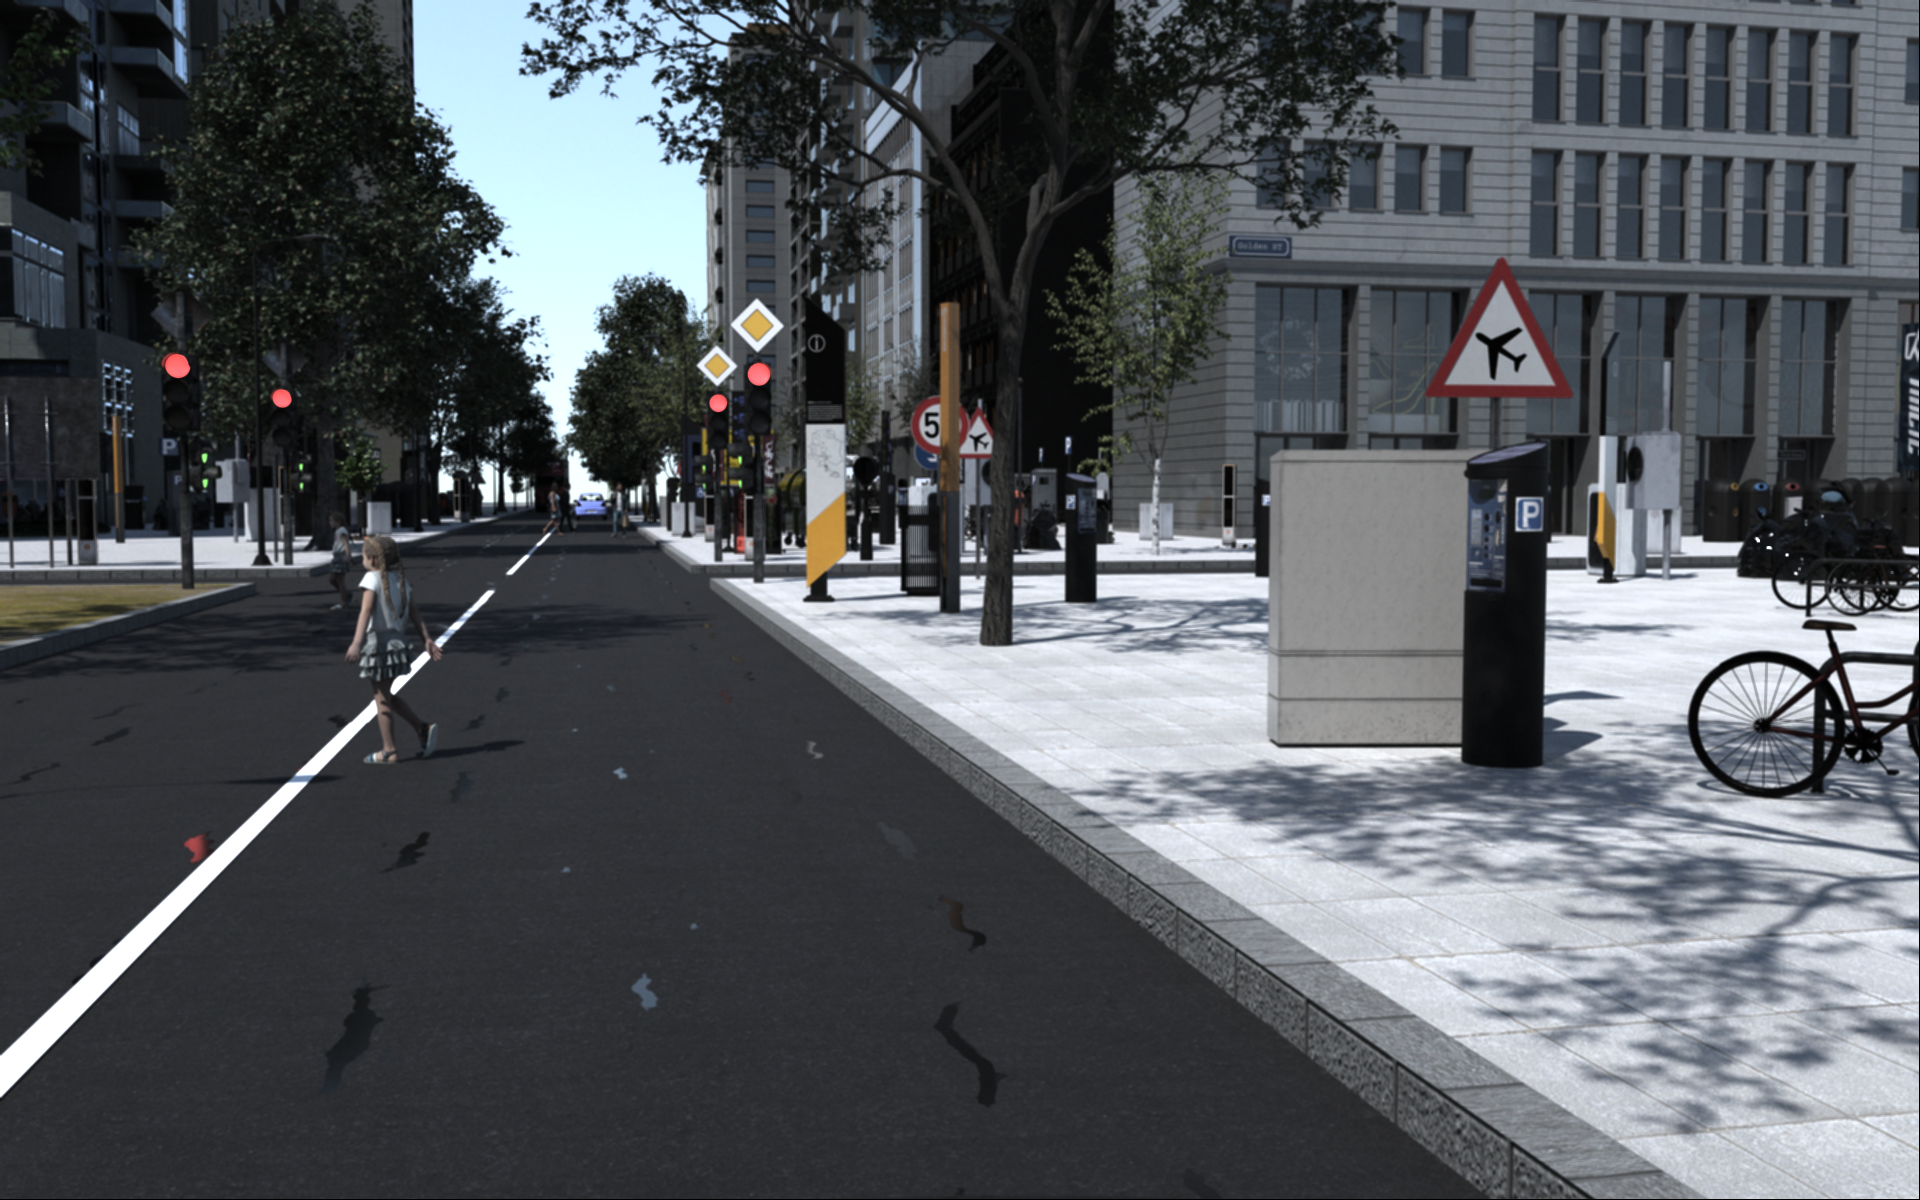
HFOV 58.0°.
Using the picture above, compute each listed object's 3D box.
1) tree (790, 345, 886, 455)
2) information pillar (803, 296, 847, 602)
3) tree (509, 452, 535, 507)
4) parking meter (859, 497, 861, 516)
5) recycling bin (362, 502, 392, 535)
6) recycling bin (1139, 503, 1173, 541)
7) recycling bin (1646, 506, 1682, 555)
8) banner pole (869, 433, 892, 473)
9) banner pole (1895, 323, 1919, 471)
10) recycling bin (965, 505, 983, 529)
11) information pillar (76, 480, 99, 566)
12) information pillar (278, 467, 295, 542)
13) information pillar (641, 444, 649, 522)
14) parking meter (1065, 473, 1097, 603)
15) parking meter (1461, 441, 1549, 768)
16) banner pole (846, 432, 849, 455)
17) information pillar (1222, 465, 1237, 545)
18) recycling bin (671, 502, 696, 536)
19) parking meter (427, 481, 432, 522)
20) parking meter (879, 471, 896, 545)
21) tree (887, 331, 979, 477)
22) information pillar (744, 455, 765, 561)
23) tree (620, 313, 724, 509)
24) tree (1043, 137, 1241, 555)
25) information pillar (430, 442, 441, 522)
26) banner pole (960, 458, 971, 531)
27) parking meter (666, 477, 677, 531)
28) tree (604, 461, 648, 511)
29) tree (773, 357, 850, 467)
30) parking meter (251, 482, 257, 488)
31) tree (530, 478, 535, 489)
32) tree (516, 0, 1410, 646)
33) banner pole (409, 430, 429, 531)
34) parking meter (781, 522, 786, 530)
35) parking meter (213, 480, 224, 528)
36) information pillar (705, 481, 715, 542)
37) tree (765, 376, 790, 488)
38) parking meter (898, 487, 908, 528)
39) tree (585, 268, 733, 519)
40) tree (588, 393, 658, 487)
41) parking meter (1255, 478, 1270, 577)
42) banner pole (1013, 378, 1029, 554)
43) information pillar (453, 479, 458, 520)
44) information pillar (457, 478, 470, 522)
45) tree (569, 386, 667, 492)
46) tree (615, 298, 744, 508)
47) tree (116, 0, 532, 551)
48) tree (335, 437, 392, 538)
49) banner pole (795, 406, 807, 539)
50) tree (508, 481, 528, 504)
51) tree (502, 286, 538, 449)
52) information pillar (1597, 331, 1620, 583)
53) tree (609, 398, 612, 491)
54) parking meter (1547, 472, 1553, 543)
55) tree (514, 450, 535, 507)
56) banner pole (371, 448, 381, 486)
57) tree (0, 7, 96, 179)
[{"bbox_3d":[-5.453,-8.260,85.418,4.737,8.622,4.395,0,3,0],"label":"tree"},{"bbox_3d":[-1.602,-1.785,20.538,0.504,3.616,0.183,1,4,9],"label":"information pillar"},{"bbox_3d":[-44.410,-13.934,178.188,4.360,8.622,3.978,0,3,0],"label":"tree"},{"bbox_3d":[-6.030,-5.712,101.801,0.372,1.533,0.369,0,3,0],"label":"parking meter"},{"bbox_3d":[-18.297,-2.551,54.266,0.722,1.027,0.722,-3,5,-43],"label":"recycling bin"},{"bbox_3d":[5.463,-2.179,48.185,0.722,1.027,0.722,-1,4,-21],"label":"recycling bin"},{"bbox_3d":[14.961,-1.497,37.027,0.722,1.027,0.722,1,4,9],"label":"recycling bin"},{"bbox_3d":[-3.164,-4.930,70.626,0.863,3.779,0.401,-1,4,-11],"label":"banner pole"},{"bbox_3d":[12.367,-1.965,22.144,0.401,3.779,0.863,-2,4,-27],"label":"banner pole"},{"bbox_3d":[0.531,-3.091,63.085,0.722,1.027,0.722,0,4,-1],"label":"recycling bin"},{"bbox_3d":[-15.650,-1.624,31.041,0.304,2.012,0.304,-1,4,-21],"label":"information pillar"},{"bbox_3d":[-18.111,-2.575,46.592,0.304,2.012,0.304,0,4,-4],"label":"information pillar"},{"bbox_3d":[-14.718,-5.471,80.813,0.183,3.616,0.504,-2,4,-33],"label":"information pillar"},{"bbox_3d":[1.432,-0.739,20.494,0.372,1.533,0.369,0,3,0],"label":"parking meter"},{"bbox_3d":[2.590,0.011,8.233,0.372,1.533,0.369,0,3,0],"label":"parking meter"},{"bbox_3d":[-4.147,-4.376,61.570,0.401,3.779,0.863,-2,4,-32],"label":"banner pole"},{"bbox_3d":[6.742,-2.374,43.308,0.304,2.012,0.304,1,4,20],"label":"information pillar"},{"bbox_3d":[-8.514,-2.495,53.344,0.722,1.027,0.722,-1,4,-9],"label":"recycling bin"},{"bbox_3d":[-24.344,-4.526,79.715,0.255,1.863,0.399,0,4,-2],"label":"parking meter"},{"bbox_3d":[-1.837,-2.340,43.962,0.255,1.863,0.399,3,5,42],"label":"parking meter"},{"bbox_3d":[-1.431,-7.788,77.696,4.360,8.622,3.978,0,3,0],"label":"tree"},{"bbox_3d":[-3.918,-1.748,33.070,0.304,2.012,0.304,1,4,19],"label":"information pillar"},{"bbox_3d":[-11.722,-7.378,70.993,4.360,8.622,3.978,0,3,0],"label":"tree"},{"bbox_3d":[4.025,-5.255,36.285,4.737,8.622,4.395,0,3,0],"label":"tree"},{"bbox_3d":[-23.651,-5.298,77.971,0.183,3.616,0.504,1,4,21],"label":"information pillar"},{"bbox_3d":[0.129,-4.264,59.736,0.863,3.779,0.401,0,4,1],"label":"banner pole"},{"bbox_3d":[-10.012,-3.329,60.138,0.255,1.863,0.399,-2,4,-28],"label":"parking meter"},{"bbox_3d":[-25.851,-9.204,134.206,4.285,4.588,4.351,0,3,0],"label":"tree"},{"bbox_3d":[-8.241,-8.811,94.429,4.360,8.622,3.978,0,3,0],"label":"tree"},{"bbox_3d":[-34.323,-4.790,84.027,0.399,1.863,0.255,1,4,20],"label":"parking meter"},{"bbox_3d":[-53.323,-14.582,222.129,4.285,4.588,4.351,0,3,0],"label":"tree"},{"bbox_3d":[0.261,-4.871,14.060,8.767,10.594,7.601,0,4,4],"label":"tree"},{"bbox_3d":[-19.076,-4.349,61.116,0.401,3.779,0.863,2,4,34],"label":"banner pole"},{"bbox_3d":[-6.396,-3.260,61.713,0.372,1.533,0.369,0,3,0],"label":"parking meter"},{"bbox_3d":[-28.134,-3.670,65.723,0.399,1.863,0.255,3,5,42],"label":"parking meter"},{"bbox_3d":[-6.693,-2.566,46.439,0.304,2.012,0.304,0,4,-8],"label":"information pillar"},{"bbox_3d":[-12.227,-9.524,106.080,4.737,8.622,4.395,0,3,0],"label":"tree"},{"bbox_3d":[-2.122,-3.451,64.842,0.372,1.533,0.369,0,3,0],"label":"parking meter"},{"bbox_3d":[-15.800,-10.460,88.025,9.611,12.733,9.660,0,3,0],"label":"tree"},{"bbox_3d":[-39.110,-17.085,197.473,7.486,12.596,7.792,0,3,0],"label":"tree"},{"bbox_3d":[4.774,-1.128,26.850,0.372,1.533,0.369,0,3,0],"label":"parking meter"},{"bbox_3d":[1.122,-2.905,37.520,0.863,3.779,0.401,3,5,42],"label":"banner pole"},{"bbox_3d":[-24.628,-4.923,84.975,0.304,2.012,0.304,0,4,7],"label":"information pillar"},{"bbox_3d":[-22.550,-4.551,78.905,0.304,2.012,0.304,1,4,12],"label":"information pillar"},{"bbox_3d":[-31.293,-15.490,159.916,9.857,13.997,8.962,0,3,0],"label":"tree"},{"bbox_3d":[-10.224,-6.952,64.027,4.737,8.622,4.395,0,3,0],"label":"tree"},{"bbox_3d":[-14.531,-7.492,39.507,9.611,12.733,9.660,0,3,0],"label":"tree"},{"bbox_3d":[-17.817,-3.475,51.418,1.663,3.219,1.824,0,3,0],"label":"tree"},{"bbox_3d":[-4.378,-3.634,49.426,0.401,3.779,0.863,-3,5,-39],"label":"banner pole"},{"bbox_3d":[-39.969,-9.877,156.093,1.663,3.219,1.824,0,3,0],"label":"tree"},{"bbox_3d":[-21.622,-8.892,71.145,9.928,11.665,9.643,0,3,0],"label":"tree"},{"bbox_3d":[9.310,-2.049,24.856,0.183,3.616,0.504,3,5,41],"label":"information pillar"},{"bbox_3d":[-18.490,-9.204,100.850,4.737,8.622,4.395,0,3,0],"label":"tree"},{"bbox_3d":[15.327,-2.433,45.494,0.399,1.863,0.255,-2,4,-28],"label":"parking meter"},{"bbox_3d":[-42.688,-13.542,171.768,4.737,8.622,4.395,0,3,0],"label":"tree"},{"bbox_3d":[-28.182,-5.692,83.073,0.863,3.779,0.401,-1,4,-15],"label":"banner pole"},{"bbox_3d":[-9.826,-5.349,13.212,9.928,11.665,9.643,0,3,0],"label":"tree"}]
